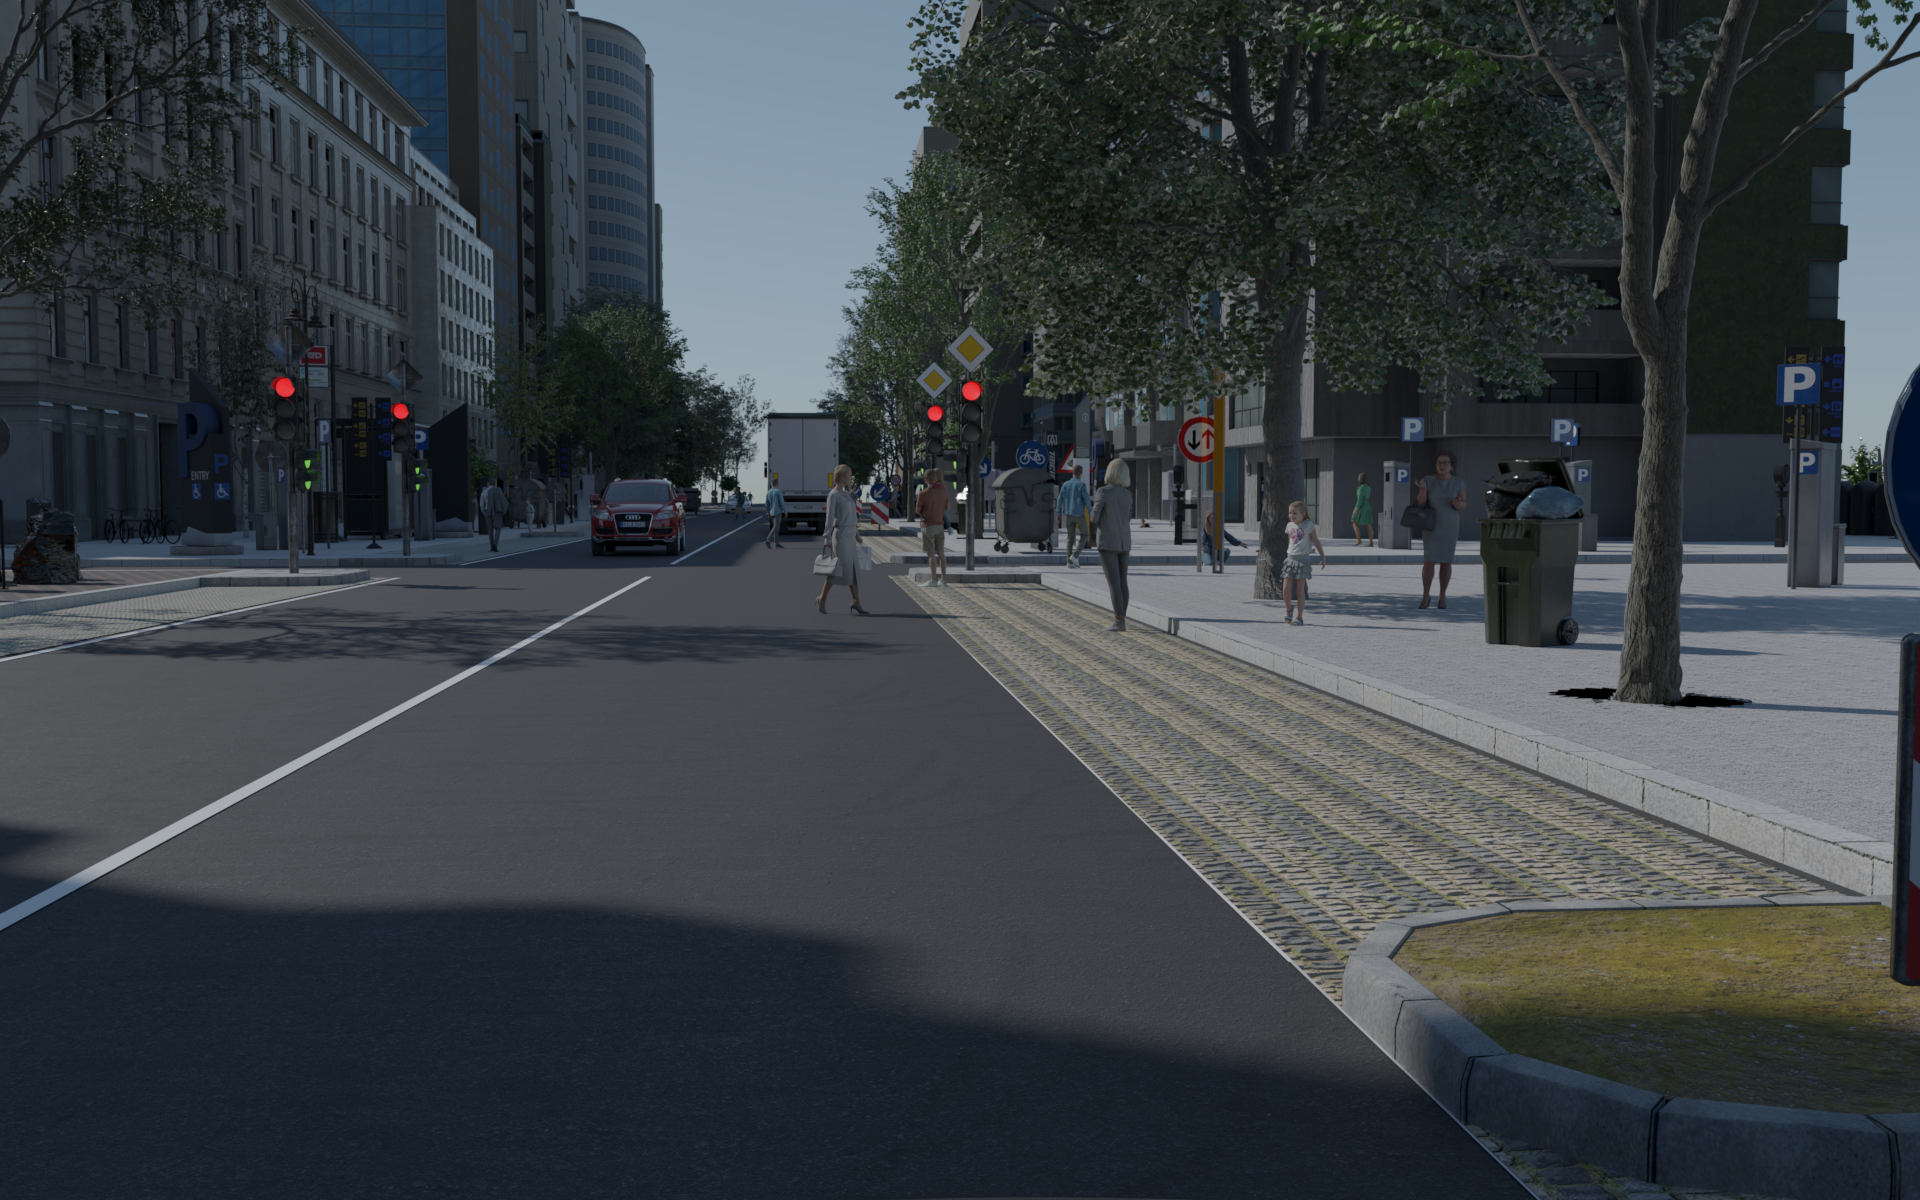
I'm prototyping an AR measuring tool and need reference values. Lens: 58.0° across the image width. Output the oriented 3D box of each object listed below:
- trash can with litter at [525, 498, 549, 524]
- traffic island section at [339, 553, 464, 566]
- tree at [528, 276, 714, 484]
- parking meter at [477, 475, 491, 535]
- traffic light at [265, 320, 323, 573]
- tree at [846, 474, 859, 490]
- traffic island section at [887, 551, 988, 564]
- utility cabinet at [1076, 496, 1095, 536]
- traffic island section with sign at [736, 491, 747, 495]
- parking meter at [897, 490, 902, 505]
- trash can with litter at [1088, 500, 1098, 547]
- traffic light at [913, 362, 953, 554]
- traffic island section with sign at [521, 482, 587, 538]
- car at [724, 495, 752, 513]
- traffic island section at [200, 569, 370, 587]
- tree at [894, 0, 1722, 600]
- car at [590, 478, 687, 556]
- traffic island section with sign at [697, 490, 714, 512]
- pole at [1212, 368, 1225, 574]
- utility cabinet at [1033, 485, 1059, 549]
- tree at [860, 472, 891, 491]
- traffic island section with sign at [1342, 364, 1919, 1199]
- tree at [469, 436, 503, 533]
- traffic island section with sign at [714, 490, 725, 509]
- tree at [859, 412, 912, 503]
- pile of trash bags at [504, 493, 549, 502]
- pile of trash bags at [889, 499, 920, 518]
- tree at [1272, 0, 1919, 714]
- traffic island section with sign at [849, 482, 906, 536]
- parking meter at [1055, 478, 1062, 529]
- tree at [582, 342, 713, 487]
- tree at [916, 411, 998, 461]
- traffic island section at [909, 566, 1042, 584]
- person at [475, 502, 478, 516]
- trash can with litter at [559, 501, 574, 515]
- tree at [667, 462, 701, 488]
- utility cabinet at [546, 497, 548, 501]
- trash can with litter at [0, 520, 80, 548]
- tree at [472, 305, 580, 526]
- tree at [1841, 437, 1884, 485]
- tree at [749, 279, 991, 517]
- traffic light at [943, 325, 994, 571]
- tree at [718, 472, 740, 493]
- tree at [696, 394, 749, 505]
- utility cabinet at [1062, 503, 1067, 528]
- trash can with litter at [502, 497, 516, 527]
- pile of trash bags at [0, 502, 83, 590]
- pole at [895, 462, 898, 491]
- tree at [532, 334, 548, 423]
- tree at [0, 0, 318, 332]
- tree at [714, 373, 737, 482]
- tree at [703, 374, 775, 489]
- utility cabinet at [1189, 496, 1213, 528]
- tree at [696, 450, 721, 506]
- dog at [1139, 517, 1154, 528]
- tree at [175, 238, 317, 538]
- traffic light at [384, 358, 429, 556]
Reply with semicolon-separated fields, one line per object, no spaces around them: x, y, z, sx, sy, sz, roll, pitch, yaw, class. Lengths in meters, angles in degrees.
-17.996;-3.801;73.529;0.624;1.170;1.055;3;5;40;trash can with litter
-11.525;-0.840;36.016;2.009;0.180;2.903;0;4;-5;traffic island section
-20.653;-12.004;102.915;9.857;13.997;8.962;0;3;0;tree
-14.933;-2.974;54.340;0.399;1.863;0.255;-2;4;-31;parking meter
-10.766;-2.386;27.932;0.839;4.253;0.868;0;4;-5;traffic light
-10.042;-10.401;164.658;1.663;3.219;1.824;0;3;0;tree
-0.528;-0.900;37.000;2.009;0.180;2.903;0;4;-5;traffic island section
3.827;-2.603;53.725;1.020;1.237;0.306;-3;4;-38;utility cabinet
-30.373;-14.441;244.732;1.989;1.847;2.006;0;4;-5;traffic island section with sign
-3.847;-6.220;110.100;0.372;1.533;0.369;0;3;0;parking meter
3.492;-1.877;42.078;1.055;1.170;0.624;0;4;-3;trash can with litter
-0.568;-2.933;36.883;0.839;4.253;0.868;0;4;-5;traffic light
-13.488;-3.000;57.681;1.989;1.847;2.006;0;4;-5;traffic island section with sign
-16.588;-7.166;129.530;2.083;1.381;4.827;0;4;-7;car
-10.807;-0.354;28.063;2.009;0.180;2.903;0;4;-5;traffic island section
3.829;-6.984;20.846;9.857;13.997;8.962;0;3;0;tree
-7.756;-2.039;42.006;2.281;1.827;5.304;0;4;-7;car
-20.505;-7.747;135.287;1.989;1.847;2.006;0;4;-5;traffic island section with sign
4.168;-2.081;27.865;0.158;3.312;0.155;0;3;0;pole
1.999;-1.919;40.057;0.318;1.500;1.173;1;4;18;utility cabinet
-6.348;-8.512;133.769;1.663;3.219;1.824;0;3;0;tree
2.086;0.258;4.413;1.989;1.847;2.006;0;4;-5;traffic island section with sign
-16.290;-3.850;57.547;1.663;3.219;1.824;0;3;0;tree
-22.913;-9.389;162.135;1.989;1.847;2.006;0;4;-5;traffic island section with sign
-5.905;-10.855;127.846;4.737;8.622;4.395;0;3;0;tree
-23.353;-5.080;92.805;3.447;1.369;1.912;3;5;42;pile of trash bags
-2.374;-5.138;93.756;3.447;1.369;1.912;2;4;23;pile of trash bags
4.241;-5.167;10.230;9.928;11.665;9.643;0;3;0;tree
-2.914;-3.129;59.779;1.989;1.847;2.006;0;4;-5;traffic island section with sign
3.565;-3.574;64.143;0.399;1.863;0.255;0;4;5;parking meter
-22.648;-12.714;124.884;9.611;12.733;9.660;0;3;0;tree
-0.097;-5.164;68.143;4.285;4.588;4.351;0;3;0;tree
0.190;-0.414;29.048;2.009;0.180;2.903;0;4;-5;traffic island section
-24.257;-4.898;86.352;0.478;1.798;0.641;0;4;2;person
-24.825;-5.942;108.209;1.678;1.210;2.233;-2;4;-35;trash can with litter
-25.075;-10.552;156.240;4.285;4.588;4.351;0;3;0;tree
-21.634;-4.878;88.435;1.173;1.500;0.318;-2;4;-35;utility cabinet
-22.437;-1.858;41.443;2.233;1.210;1.678;-1;4;-15;trash can with litter
-17.451;-7.240;68.740;4.737;8.622;4.395;0;3;0;tree
30.512;-3.922;58.724;1.663;3.219;1.824;0;3;0;tree
-3.205;-11.374;96.333;12.009;13.543;11.850;0;3;0;tree
0.150;-2.447;28.930;0.839;4.253;0.868;0;4;-5;traffic light
-33.813;-16.514;253.713;4.285;4.588;4.351;0;3;0;tree
-31.096;-19.324;226.314;12.009;13.543;11.850;0;3;0;tree
3.936;-3.450;65.084;1.173;1.500;0.318;2;4;31;utility cabinet
-17.702;-3.430;67.460;0.624;1.170;1.055;0;4;5;trash can with litter
-13.573;-0.903;24.518;1.912;1.369;3.447;-1;4;-20;pile of trash bags
-4.050;-7.168;111.035;0.158;3.312;0.155;0;3;0;pole
-18.617;-10.176;92.125;9.928;11.665;9.643;0;3;0;tree
-12.274;-5.269;20.566;8.767;10.594;7.601;-2;4;-27;tree
-26.500;-16.025;168.670;9.857;13.997;8.962;0;3;0;tree
-33.551;-25.328;270.006;12.611;20.169;13.585;0;3;0;tree
9.146;-3.293;64.997;1.020;1.237;0.306;0;4;-3;utility cabinet
-26.544;-13.978;178.902;4.360;8.622;3.978;0;3;0;tree
7.088;-2.934;65.706;0.748;0.427;0.550;-1;4;-10;dog
-20.821;-6.122;50.457;4.360;8.622;3.978;0;3;0;tree
-11.484;-2.872;35.885;0.839;4.253;0.868;0;4;-5;traffic light
